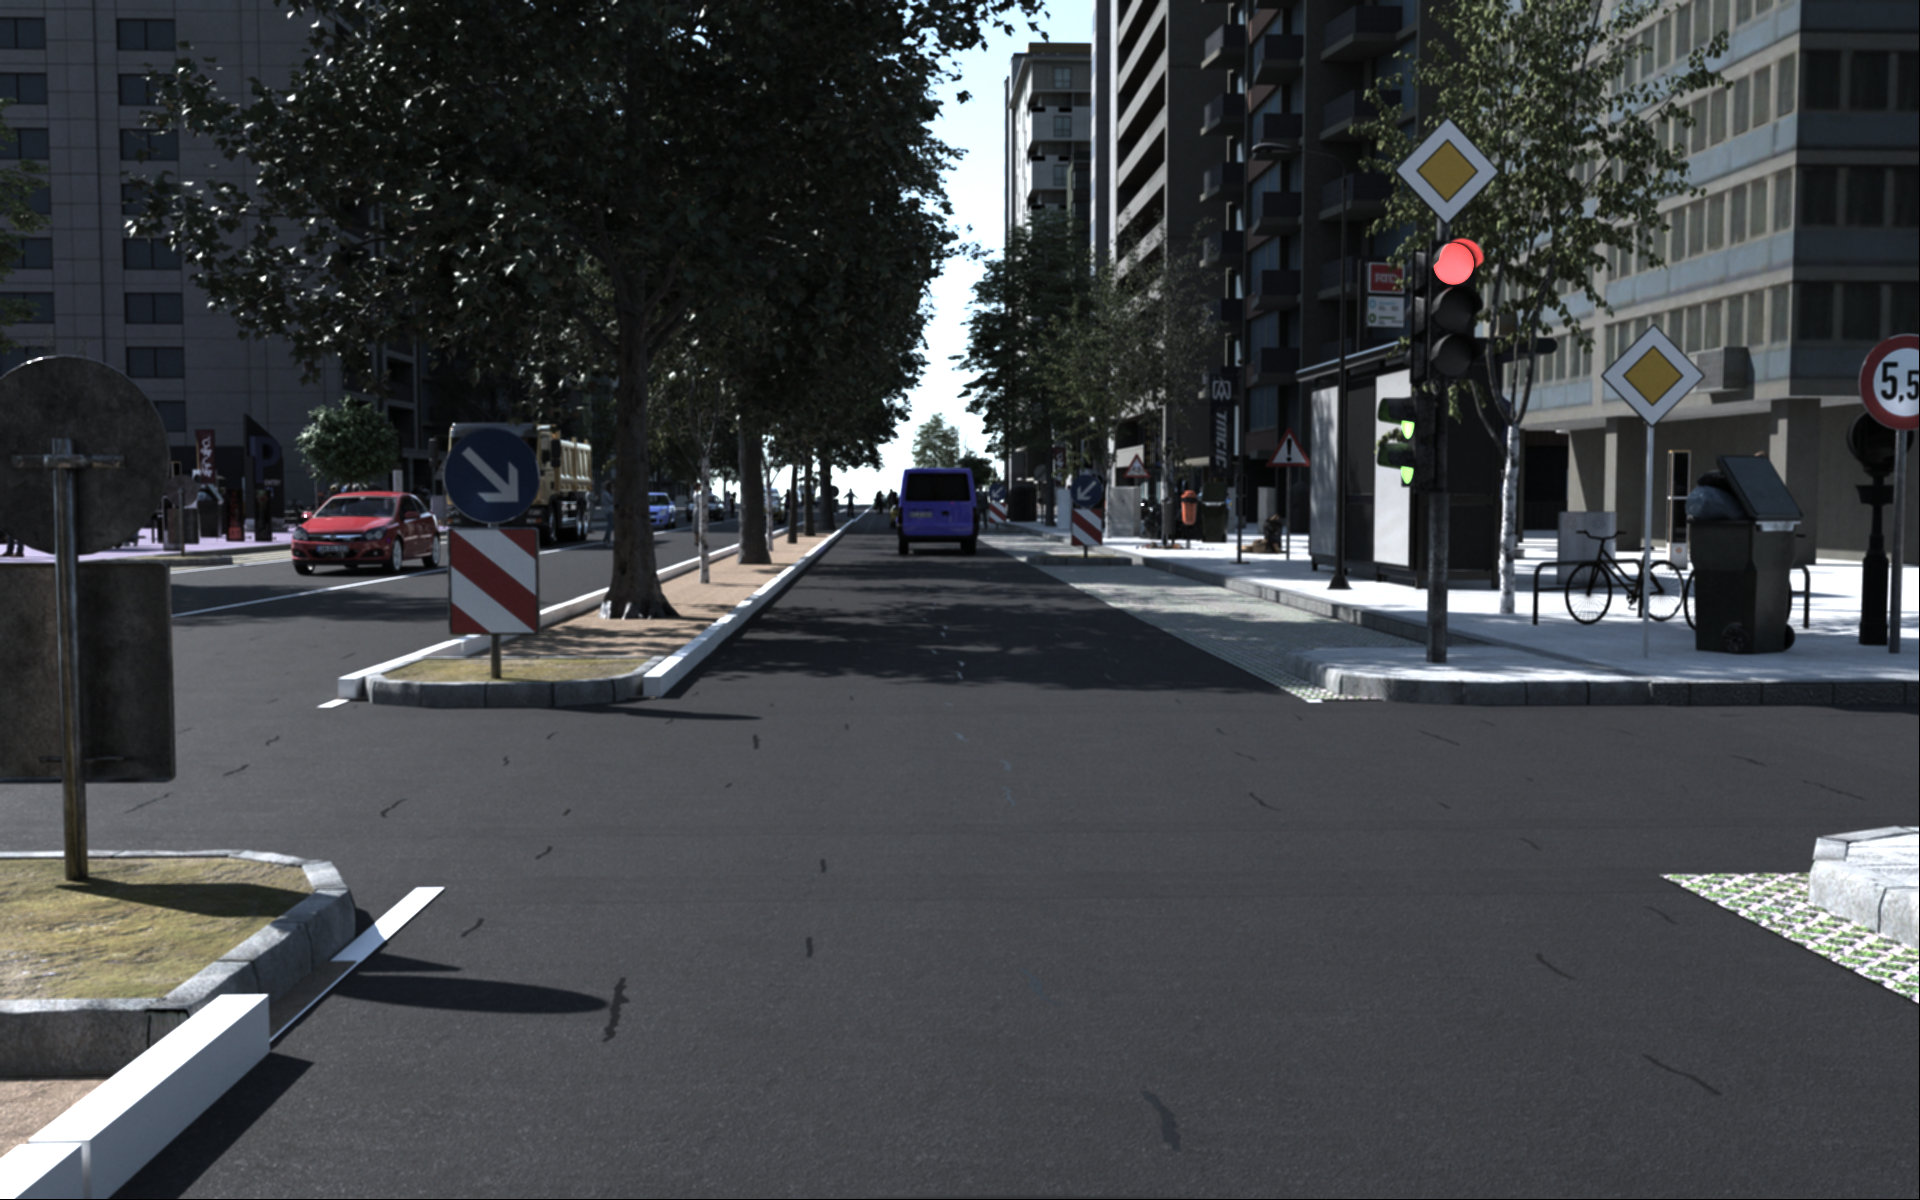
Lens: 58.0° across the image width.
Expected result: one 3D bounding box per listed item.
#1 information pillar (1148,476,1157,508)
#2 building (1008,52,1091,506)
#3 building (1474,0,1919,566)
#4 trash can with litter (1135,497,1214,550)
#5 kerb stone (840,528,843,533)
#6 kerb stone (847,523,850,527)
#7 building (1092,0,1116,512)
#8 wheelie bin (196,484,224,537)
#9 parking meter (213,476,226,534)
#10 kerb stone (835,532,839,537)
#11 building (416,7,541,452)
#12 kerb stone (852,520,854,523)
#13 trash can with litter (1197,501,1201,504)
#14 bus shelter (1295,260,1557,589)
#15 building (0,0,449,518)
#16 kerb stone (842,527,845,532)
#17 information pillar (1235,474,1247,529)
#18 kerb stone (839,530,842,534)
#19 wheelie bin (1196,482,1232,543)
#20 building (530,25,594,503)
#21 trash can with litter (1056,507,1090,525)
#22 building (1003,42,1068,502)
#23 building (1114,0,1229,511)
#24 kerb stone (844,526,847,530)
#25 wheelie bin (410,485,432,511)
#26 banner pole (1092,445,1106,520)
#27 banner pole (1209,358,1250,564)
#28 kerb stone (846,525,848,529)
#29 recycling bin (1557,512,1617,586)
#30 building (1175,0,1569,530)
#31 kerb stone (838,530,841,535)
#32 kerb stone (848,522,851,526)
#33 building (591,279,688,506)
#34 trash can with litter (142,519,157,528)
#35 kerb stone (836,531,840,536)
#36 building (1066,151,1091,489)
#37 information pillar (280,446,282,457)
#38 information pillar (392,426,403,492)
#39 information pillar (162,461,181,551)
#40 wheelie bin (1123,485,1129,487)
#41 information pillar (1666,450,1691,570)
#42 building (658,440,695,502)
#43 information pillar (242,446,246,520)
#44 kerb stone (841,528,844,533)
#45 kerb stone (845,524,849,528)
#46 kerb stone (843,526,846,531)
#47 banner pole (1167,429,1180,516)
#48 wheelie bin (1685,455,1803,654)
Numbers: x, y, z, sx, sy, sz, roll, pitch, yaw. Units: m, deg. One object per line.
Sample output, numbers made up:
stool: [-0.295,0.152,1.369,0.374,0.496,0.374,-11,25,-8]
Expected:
information pillar: [7.646,-3.935,68.826,0.304,2.012,0.304,1,4,14]
building: [20.955,-37.734,206.185,28.713,52.752,27.495,0,4,-2]
building: [25.815,-21.064,36.281,23.993,40.220,32.217,0,4,-2]
trash can with litter: [4.880,-1.824,40.877,1.678,1.210,2.233,-1,4,-16]
kerb stone: [-4.203,-2.298,59.790,0.120,0.150,1.000,0,4,-2]
kerb stone: [-4.637,-2.925,70.025,0.120,0.150,1.000,0,4,-2]
building: [20.174,-35.786,127.098,21.231,58.520,28.212,0,4,-2]
wheelie bin: [-22.307,-2.663,51.452,0.693,1.594,0.980,-1,4,-10]
parking meter: [-23.606,-3.031,55.274,0.399,1.863,0.255,3,5,40]
kerb stone: [-3.980,-1.986,54.665,0.120,0.150,1.000,0,4,-2]
building: [-41.892,-28.558,121.545,22.147,44.769,28.867,0,4,-2]
kerb stone: [-5.033,-3.483,79.238,0.120,0.150,1.000,0,4,-2]
trash can with litter: [7.170,-2.442,51.314,0.624,1.170,1.055,-2,4,-28]
bus shelter: [6.757,-3.048,27.467,2.179,5.291,8.768,0,4,-3]
building: [-39.901,-40.217,95.802,20.563,71.187,20.611,0,4,-2]
kerb stone: [-4.283,-2.425,61.842,0.120,0.150,1.000,0,4,-2]
information pillar: [10.476,-3.677,64.606,0.304,2.012,0.304,3,5,41]
kerb stone: [-4.107,-2.174,57.747,0.120,0.150,1.000,0,4,-2]
wheelie bin: [6.727,-2.316,45.782,0.980,1.594,0.693,1,4,19]
building: [-38.818,-28.136,143.622,14.154,41.232,14.086,0,4,-2]
trash can with litter: [4.805,-3.749,72.358,2.233,1.210,1.678,-2,4,-29]
building: [16.374,-42.302,233.641,21.231,58.520,28.212,0,4,-2]
building: [21.202,-29.288,102.564,21.300,48.544,21.600,0,4,-2]
kerb stone: [-4.415,-2.613,64.914,0.120,0.150,1.000,0,4,-2]
wheelie bin: [-19.894,-3.422,63.852,0.693,1.594,0.980,1,4,17]
banner pole: [6.982,-5.863,85.881,0.401,3.779,0.863,1,4,23]
banner pole: [4.945,-2.558,31.842,0.863,3.779,0.401,-1,4,-18]
kerb stone: [-4.504,-2.735,66.956,0.120,0.150,1.000,0,4,-2]
recycling bin: [8.898,-0.736,24.590,0.722,1.027,0.722,2,4,26]
building: [22.361,-25.659,74.142,22.147,44.769,28.867,0,4,-2]
kerb stone: [-4.065,-2.112,56.720,0.120,0.150,1.000,0,4,-2]
kerb stone: [-4.723,-3.051,72.077,0.120,0.150,1.000,0,4,-2]
building: [-50.902,-31.997,215.035,32.217,40.220,23.993,0,4,-2]
trash can with litter: [-30.171,-3.272,64.885,1.055,1.170,0.624,1,4,16]
kerb stone: [-4.020,-2.048,55.686,0.120,0.150,1.000,0,4,-2]
building: [15.928,-23.071,148.913,14.160,30.474,14.107,0,4,-2]
information pillar: [-33.364,-5.708,84.684,0.504,3.616,0.183,-1,4,-12]
information pillar: [-19.331,-4.169,59.525,0.183,3.616,0.504,1,4,13]
information pillar: [-17.755,-2.112,39.027,0.304,2.012,0.304,1,4,10]
wheelie bin: [6.059,-3.389,63.313,0.693,1.594,0.980,-1,4,-10]
information pillar: [12.141,-1.516,29.271,0.304,2.012,0.304,1,4,13]
building: [-43.415,-35.729,234.276,14.600,45.320,14.200,0,4,-2]
information pillar: [-35.365,-5.757,85.485,0.183,3.616,0.504,-1,4,-22]
kerb stone: [-4.245,-2.362,60.811,0.120,0.150,1.000,0,4,-2]
kerb stone: [-4.546,-2.800,67.981,0.120,0.150,1.000,0,4,-2]
kerb stone: [-4.370,-2.549,63.890,0.120,0.150,1.000,0,4,-2]
banner pole: [8.291,-4.716,67.123,0.401,3.779,0.863,-3,4,-36]
wheelie bin: [6.349,-0.380,14.127,0.980,1.594,0.693,-2,4,-31]
